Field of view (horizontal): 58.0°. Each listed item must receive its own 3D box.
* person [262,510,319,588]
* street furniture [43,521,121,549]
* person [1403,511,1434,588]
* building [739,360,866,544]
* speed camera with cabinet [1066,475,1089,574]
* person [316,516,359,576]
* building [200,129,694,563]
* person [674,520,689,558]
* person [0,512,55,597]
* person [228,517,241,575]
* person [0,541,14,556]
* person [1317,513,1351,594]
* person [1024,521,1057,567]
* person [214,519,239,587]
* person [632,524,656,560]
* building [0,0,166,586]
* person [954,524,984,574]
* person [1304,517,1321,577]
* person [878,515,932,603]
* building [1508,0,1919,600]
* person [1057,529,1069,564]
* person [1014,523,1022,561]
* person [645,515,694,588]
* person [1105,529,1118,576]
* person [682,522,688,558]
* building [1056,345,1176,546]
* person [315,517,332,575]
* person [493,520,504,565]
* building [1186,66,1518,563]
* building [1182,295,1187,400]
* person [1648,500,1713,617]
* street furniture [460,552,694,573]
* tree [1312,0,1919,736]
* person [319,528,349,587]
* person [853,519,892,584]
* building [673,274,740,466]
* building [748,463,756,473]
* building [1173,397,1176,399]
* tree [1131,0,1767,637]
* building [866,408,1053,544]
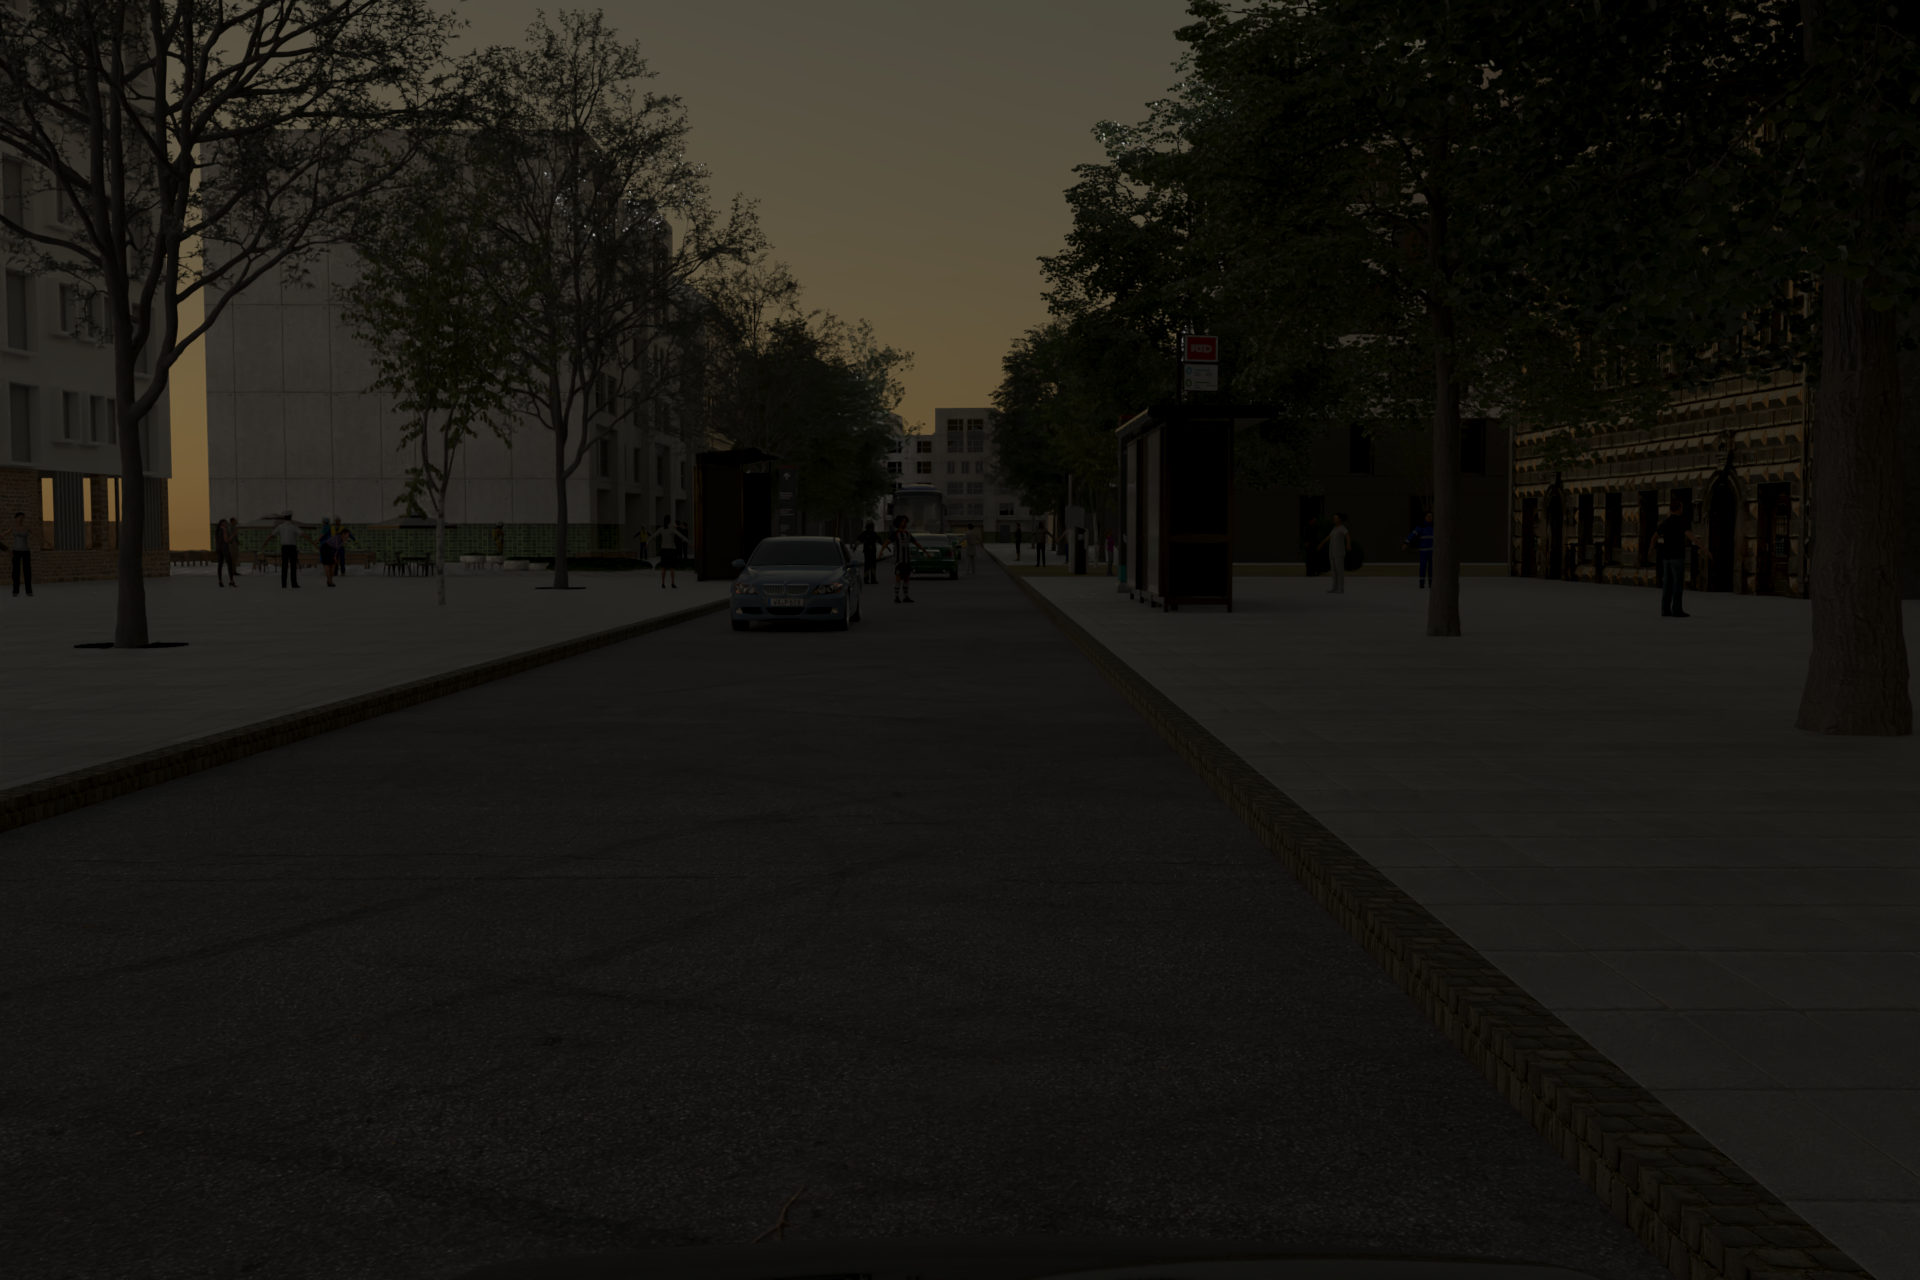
[{"bbox_3d":[-15.994,-2.171,41.291,1.343,1.855,0.704,0,4,-1],"label":"person"},{"bbox_3d":[-32.447,-3.100,57.538,11.010,1.723,9.812,3,5,40],"label":"street furniture"},{"bbox_3d":[11.086,-2.142,40.998,1.345,1.831,0.704,-1,4,-9],"label":"person"},{"bbox_3d":[-26.643,-22.997,219.983,27.936,21.610,32.646,0,4,0],"label":"building"},{"bbox_3d":[3.874,-3.838,57.084,0.660,3.252,2.038,0,4,-1],"label":"speed camera with cabinet"},{"bbox_3d":[-18.988,-2.868,52.868,1.349,1.833,0.705,0,4,2],"label":"person"},{"bbox_3d":[-24.849,-13.778,91.730,16.747,18.905,31.486,0,4,0],"label":"building"},{"bbox_3d":[-11.333,-3.885,69.447,0.705,1.837,1.347,3,5,40],"label":"person"},{"bbox_3d":[-19.270,-1.759,35.572,1.217,1.737,0.721,-2,4,-35],"label":"person"},{"bbox_3d":[-22.539,-2.908,53.818,0.705,1.796,1.348,-1,4,-16],"label":"person"},{"bbox_3d":[-15.363,-1.235,26.973,0.721,1.736,1.217,2,4,31],"label":"person"},{"bbox_3d":[8.091,-1.874,37.405,0.721,1.739,1.217,-1,4,-21],"label":"person"},{"bbox_3d":[3.167,-3.776,67.867,1.348,1.813,0.705,1,4,17],"label":"person"},{"bbox_3d":[-17.626,-2.089,41.661,0.593,1.643,0.415,-1,4,-9],"label":"person"},{"bbox_3d":[-15.594,-4.832,85.472,1.216,1.772,0.721,-2,4,-29],"label":"person"},{"bbox_3d":[-28.597,-11.136,38.501,16.016,20.090,11.380,0,4,-1],"label":"building"},{"bbox_3d":[0.360,-3.260,61.942,1.347,1.806,0.705,-3,4,-37],"label":"person"},{"bbox_3d":[10.593,-2.807,52.123,0.704,1.802,1.346,2,4,31],"label":"person"},{"bbox_3d":[-1.189,-1.684,36.129,1.345,1.843,0.704,-3,4,-38],"label":"person"},{"bbox_3d":[25.700,-12.919,42.158,19.493,23.208,18.063,0,4,0],"label":"building"},{"bbox_3d":[4.653,-4.185,74.282,0.705,1.847,1.347,3,5,44],"label":"person"},{"bbox_3d":[2.749,-4.704,83.054,0.704,1.812,1.346,0,4,5],"label":"person"},{"bbox_3d":[-6.896,-2.094,41.076,1.217,1.735,0.721,1,4,9],"label":"person"},{"bbox_3d":[4.650,-2.669,52.904,0.599,1.433,0.991,2,4,26],"label":"person"},{"bbox_3d":[-12.489,-4.421,78.463,0.705,1.806,1.347,-1,4,-10],"label":"person"},{"bbox_3d":[25.139,-22.001,203.692,27.936,21.610,32.646,0,4,0],"label":"building"},{"bbox_3d":[-20.174,-2.992,55.046,0.704,1.817,1.347,0,3,0],"label":"person"},{"bbox_3d":[-19.248,-4.087,72.583,0.705,1.858,1.354,-1,4,-15],"label":"person"},{"bbox_3d":[25.669,-15.193,92.378,27.936,21.610,32.646,0,4,0],"label":"building"},{"bbox_3d":[21.687,-16.658,128.781,16.016,20.090,11.380,0,4,0],"label":"building"},{"bbox_3d":[11.103,-1.263,26.861,0.705,1.803,1.348,-1,4,-18],"label":"person"},{"bbox_3d":[-13.042,-2.785,61.165,10.072,0.657,5.734,3,4,37],"label":"street furniture"},{"bbox_3d":[5.872,-6.368,10.778,9.857,13.997,8.962,0,3,0],"label":"tree"},{"bbox_3d":[-15.149,-2.000,41.976,0.697,1.427,0.421,-1,4,-9],"label":"person"},{"bbox_3d":[-2.562,-2.534,49.661,1.354,1.856,0.705,-3,5,-39],"label":"person"},{"bbox_3d":[-25.882,-17.782,121.672,19.493,23.208,18.063,0,4,0],"label":"building"},{"bbox_3d":[-25.794,-14.838,184.743,9.099,9.664,28.070,0,4,0],"label":"building"},{"bbox_3d":[25.137,-20.042,184.101,16.016,20.090,11.380,0,4,0],"label":"building"},{"bbox_3d":[5.865,-6.345,21.868,7.486,12.596,7.792,0,3,0],"label":"tree"},{"bbox_3d":[-2.374,-23.263,249.261,31.486,18.905,16.747,0,4,7],"label":"building"}]
